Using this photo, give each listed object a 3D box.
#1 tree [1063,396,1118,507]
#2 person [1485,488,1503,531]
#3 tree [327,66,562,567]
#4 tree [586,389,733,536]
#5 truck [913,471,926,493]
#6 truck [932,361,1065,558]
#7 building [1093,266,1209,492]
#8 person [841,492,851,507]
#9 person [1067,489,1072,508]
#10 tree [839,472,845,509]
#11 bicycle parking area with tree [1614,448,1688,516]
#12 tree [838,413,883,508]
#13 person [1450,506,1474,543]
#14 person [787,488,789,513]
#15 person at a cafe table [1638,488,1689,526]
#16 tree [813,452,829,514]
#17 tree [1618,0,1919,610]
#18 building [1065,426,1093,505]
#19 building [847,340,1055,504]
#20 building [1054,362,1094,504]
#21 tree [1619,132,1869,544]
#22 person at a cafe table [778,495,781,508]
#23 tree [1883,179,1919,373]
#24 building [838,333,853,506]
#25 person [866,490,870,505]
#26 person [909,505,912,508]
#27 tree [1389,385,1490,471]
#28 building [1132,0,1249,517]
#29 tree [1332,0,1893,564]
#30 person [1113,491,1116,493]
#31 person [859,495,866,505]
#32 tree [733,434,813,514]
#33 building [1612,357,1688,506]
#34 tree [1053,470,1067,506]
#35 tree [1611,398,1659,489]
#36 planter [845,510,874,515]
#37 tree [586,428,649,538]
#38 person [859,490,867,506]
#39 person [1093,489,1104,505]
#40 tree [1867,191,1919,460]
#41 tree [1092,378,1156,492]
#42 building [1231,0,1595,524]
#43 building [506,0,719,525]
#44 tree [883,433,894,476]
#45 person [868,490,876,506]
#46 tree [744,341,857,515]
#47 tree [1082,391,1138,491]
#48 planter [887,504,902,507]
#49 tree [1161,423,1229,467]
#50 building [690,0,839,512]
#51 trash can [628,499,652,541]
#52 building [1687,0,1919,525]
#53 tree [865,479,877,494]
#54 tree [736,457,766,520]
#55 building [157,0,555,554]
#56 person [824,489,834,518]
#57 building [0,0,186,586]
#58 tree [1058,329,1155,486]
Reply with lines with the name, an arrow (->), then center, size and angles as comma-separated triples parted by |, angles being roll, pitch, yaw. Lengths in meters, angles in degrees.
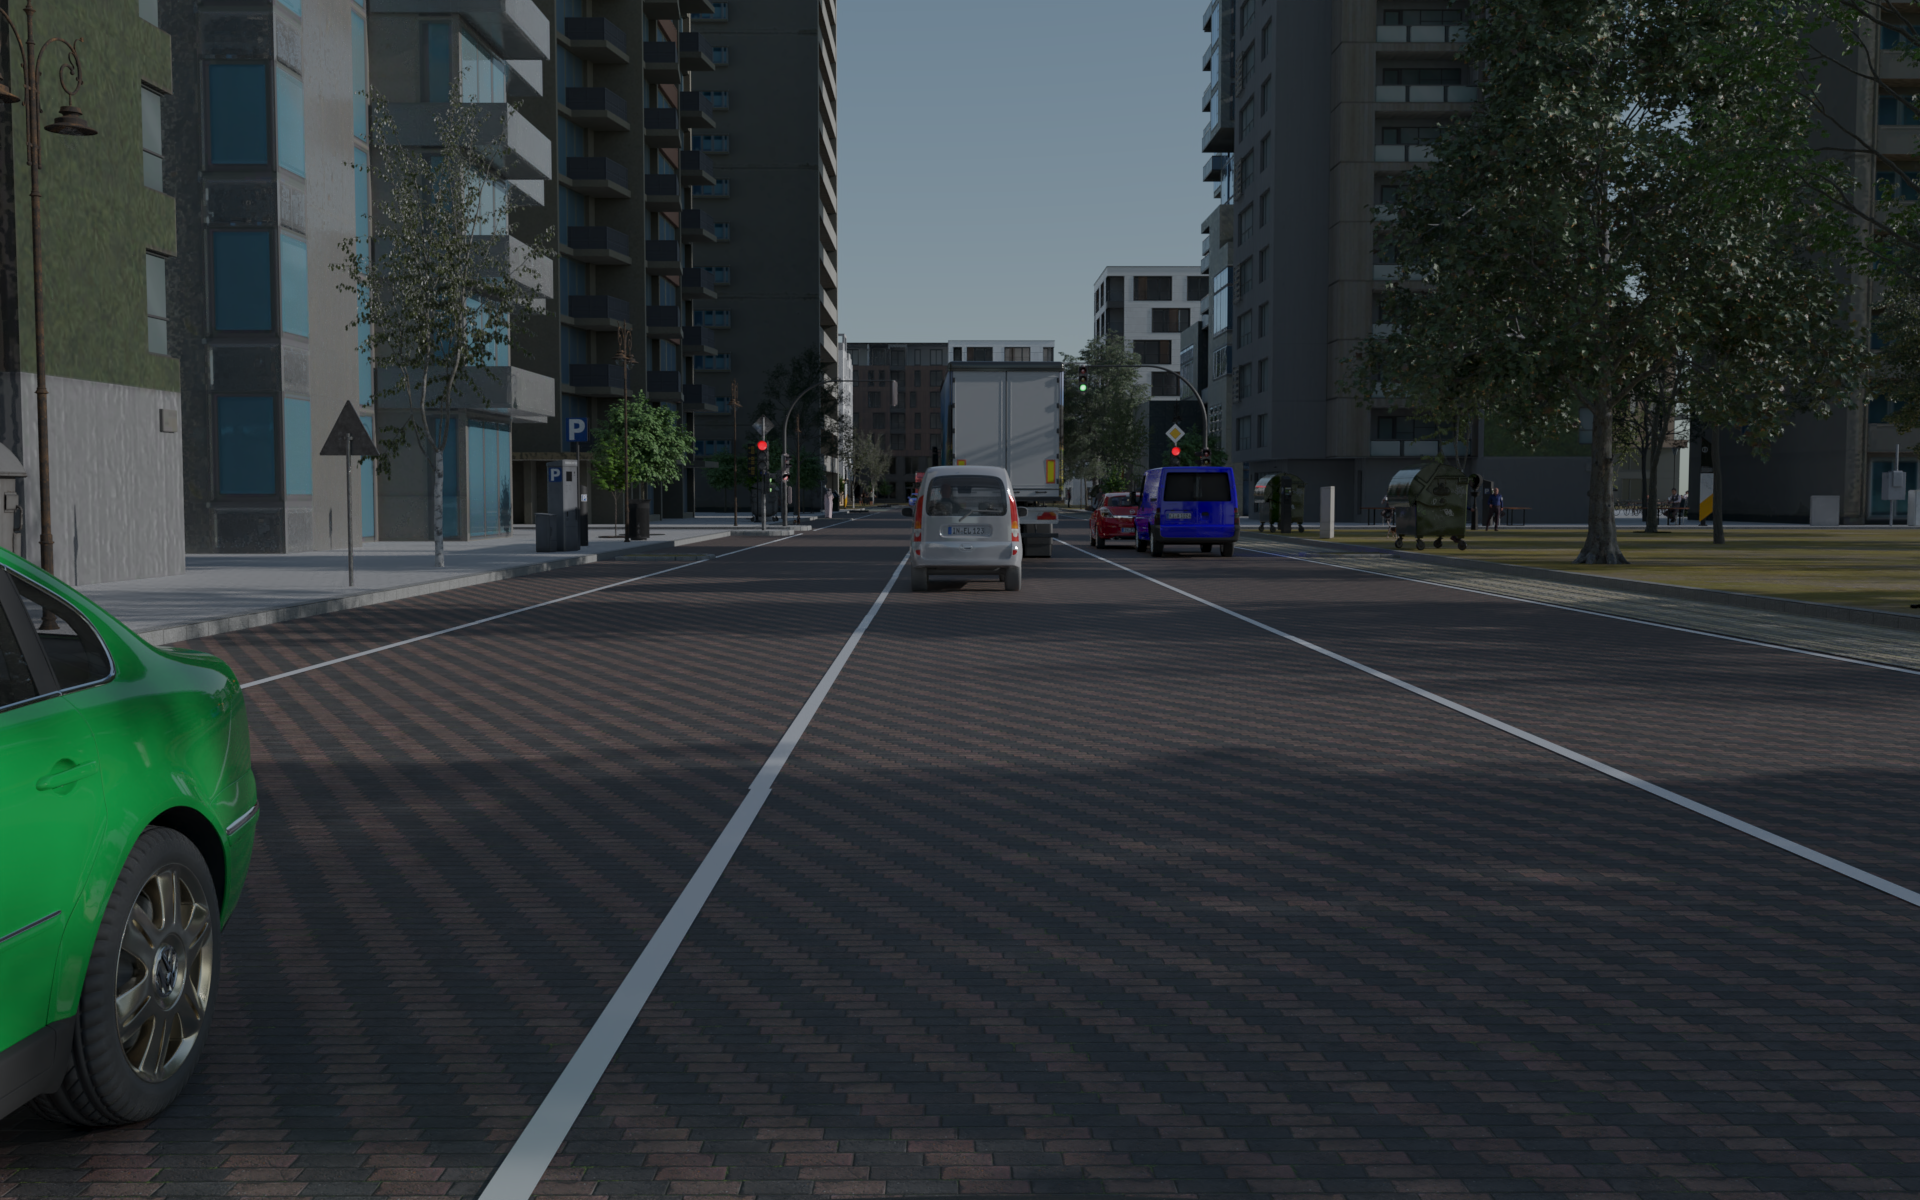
tree -> 10.924, -13.159, 149.565 | 8.767, 10.594, 7.601 | -1, 4, -9
person -> 18.479, -3.138, 60.037 | 0.574, 1.496, 0.600 | 2, 4, 30
tree -> -9.207, -4.908, 30.603 | 4.360, 8.622, 3.978 | 0, 3, 0
tree -> -9.892, -4.296, 53.949 | 4.285, 4.588, 4.351 | 0, 3, 0
truck -> -4.103, -13.685, 212.666 | 2.839, 4.237, 11.283 | 0, 4, 1
truck -> 0.796, -3.257, 42.170 | 2.839, 4.237, 11.283 | 0, 4, -2
building -> 26.952, -20.047, 171.737 | 27.936, 21.610, 32.646 | 0, 4, 0
person -> -11.287, -10.073, 170.869 | 0.705, 1.807, 1.348 | 3, 4, 37
person -> 10.416, -9.639, 164.367 | 0.721, 1.743, 1.217 | 1, 4, 15
tree -> -10.630, -9.568, 151.041 | 1.663, 3.219, 1.824 | 0, 3, 0
bicycle parking area with tree -> 41.463, -7.256, 105.636 | 8.231, 4.147, 9.016 | -1, 4, -9
tree -> -9.579, -12.584, 156.117 | 4.360, 8.622, 3.978 | 0, 3, 0
person -> 13.233, -2.255, 45.610 | 0.600, 1.496, 0.574 | 1, 4, 19
person -> -11.754, -6.767, 117.367 | 0.600, 1.739, 0.565 | -1, 4, -21
person at a cafe table -> 29.214, -3.847, 71.411 | 1.622, 1.524, 1.698 | -2, 4, -31
tree -> -10.189, -7.942, 113.565 | 4.285, 4.588, 4.351 | 0, 3, 0
tree -> 11.352, -5.695, 18.867 | 9.928, 11.665, 9.643 | 0, 3, 0
building -> 17.688, -16.005, 203.827 | 9.099, 9.664, 28.070 | 0, 4, 0
building -> -3.828, -24.462, 243.929 | 32.646, 21.610, 27.936 | 0, 4, 0
building -> 18.224, -23.384, 238.755 | 11.380, 20.091, 16.016 | 0, 4, 0
tree -> 19.244, -6.729, 44.440 | 7.601, 10.594, 8.767 | 1, 4, 17
person at a cafe table -> -12.019, -6.066, 110.036 | 1.726, 1.238, 1.698 | 1, 4, 8
tree -> 21.561, -5.243, 36.081 | 4.360, 8.622, 3.978 | 0, 3, 0
building -> -18.915, -21.627, 210.022 | 11.380, 20.091, 16.016 | 0, 4, 0
person -> -10.994, -12.375, 209.168 | 0.742, 1.727, 0.445 | -3, 5, -44
person -> -3.974, -7.302, 138.359 | 0.357, 0.543, 0.381 | -1, 4, -17
tree -> 15.693, -6.370, 54.505 | 4.737, 8.622, 4.395 | 0, 3, 0
building -> 24.179, -48.871, 111.710 | 22.319, 86.520, 31.000 | 0, 4, 0
tree -> 11.756, -7.017, 31.737 | 9.611, 12.733, 9.660 | 0, 3, 0
person -> 7.360, -4.396, 82.434 | 0.319, 1.574, 0.516 | -2, 4, -26
person -> -11.279, -11.715, 200.777 | 0.799, 1.438, 0.628 | -1, 4, -18
tree -> -10.248, -6.593, 91.512 | 4.285, 4.588, 4.351 | 0, 3, 0
building -> 63.482, -21.992, 203.547 | 32.646, 21.610, 27.936 | 0, 4, 0
tree -> 9.833, -12.253, 184.046 | 4.285, 4.588, 4.351 | 0, 3, 0
tree -> 36.380, -8.906, 95.978 | 4.737, 8.622, 4.395 | 0, 3, 0
planter -> -7.066, -6.147, 121.650 | 1.991, 0.319, 1.994 | 0, 4, 0
tree -> -10.168, -3.438, 50.814 | 1.663, 3.219, 1.824 | 0, 3, 0
person -> -10.587, -11.166, 189.123 | 1.217, 1.766, 0.721 | 3, 4, 39
person -> 8.308, -5.686, 102.017 | 0.990, 1.755, 0.434 | 3, 5, 41
tree -> 33.013, -9.032, 54.325 | 9.857, 13.997, 8.962 | 0, 3, 0
tree -> 10.303, -9.699, 108.949 | 4.737, 8.622, 4.395 | 0, 3, 0
building -> 20.727, -24.259, 80.236 | 14.086, 41.232, 14.154 | 0, 4, 0
building -> -24.022, -26.307, 84.749 | 22.147, 44.769, 28.867 | 0, 4, 0
tree -> -9.840, -15.318, 200.806 | 4.360, 8.622, 3.978 | 0, 3, 0
person -> -9.915, -11.467, 194.319 | 1.217, 1.735, 0.721 | 3, 4, 36
tree -> -9.691, -10.457, 105.377 | 7.601, 10.594, 8.767 | 0, 4, 0
tree -> 10.627, -10.497, 121.980 | 4.360, 8.622, 3.978 | 0, 3, 0
planter -> -7.623, -10.812, 197.908 | 1.991, 0.319, 1.994 | 0, 4, 0
tree -> 10.743, -5.865, 79.609 | 4.285, 4.588, 4.351 | 0, 3, 0
building -> -20.557, -31.005, 130.638 | 21.300, 48.544, 21.600 | 0, 4, 0
trash can -> -8.905, -2.221, 47.969 | 0.748, 1.137, 0.748 | 0, 3, 0
building -> 46.570, -27.913, 80.074 | 21.600, 48.544, 21.300 | 0, 4, 0
tree -> -10.742, -13.440, 214.340 | 1.663, 3.219, 1.824 | 0, 3, 0
tree -> -10.257, -5.685, 87.556 | 1.663, 3.219, 1.824 | 0, 3, 0
building -> -27.251, -26.042, 45.400 | 30.456, 49.044, 23.786 | 0, 4, 0
person -> -7.329, -5.357, 96.759 | 0.551, 1.740, 0.621 | 0, 4, -4
building -> -19.340, -15.176, 19.835 | 14.160, 30.474, 14.107 | 0, 4, 0
tree -> 10.505, -13.974, 135.135 | 9.857, 13.997, 8.962 | 0, 3, 0
